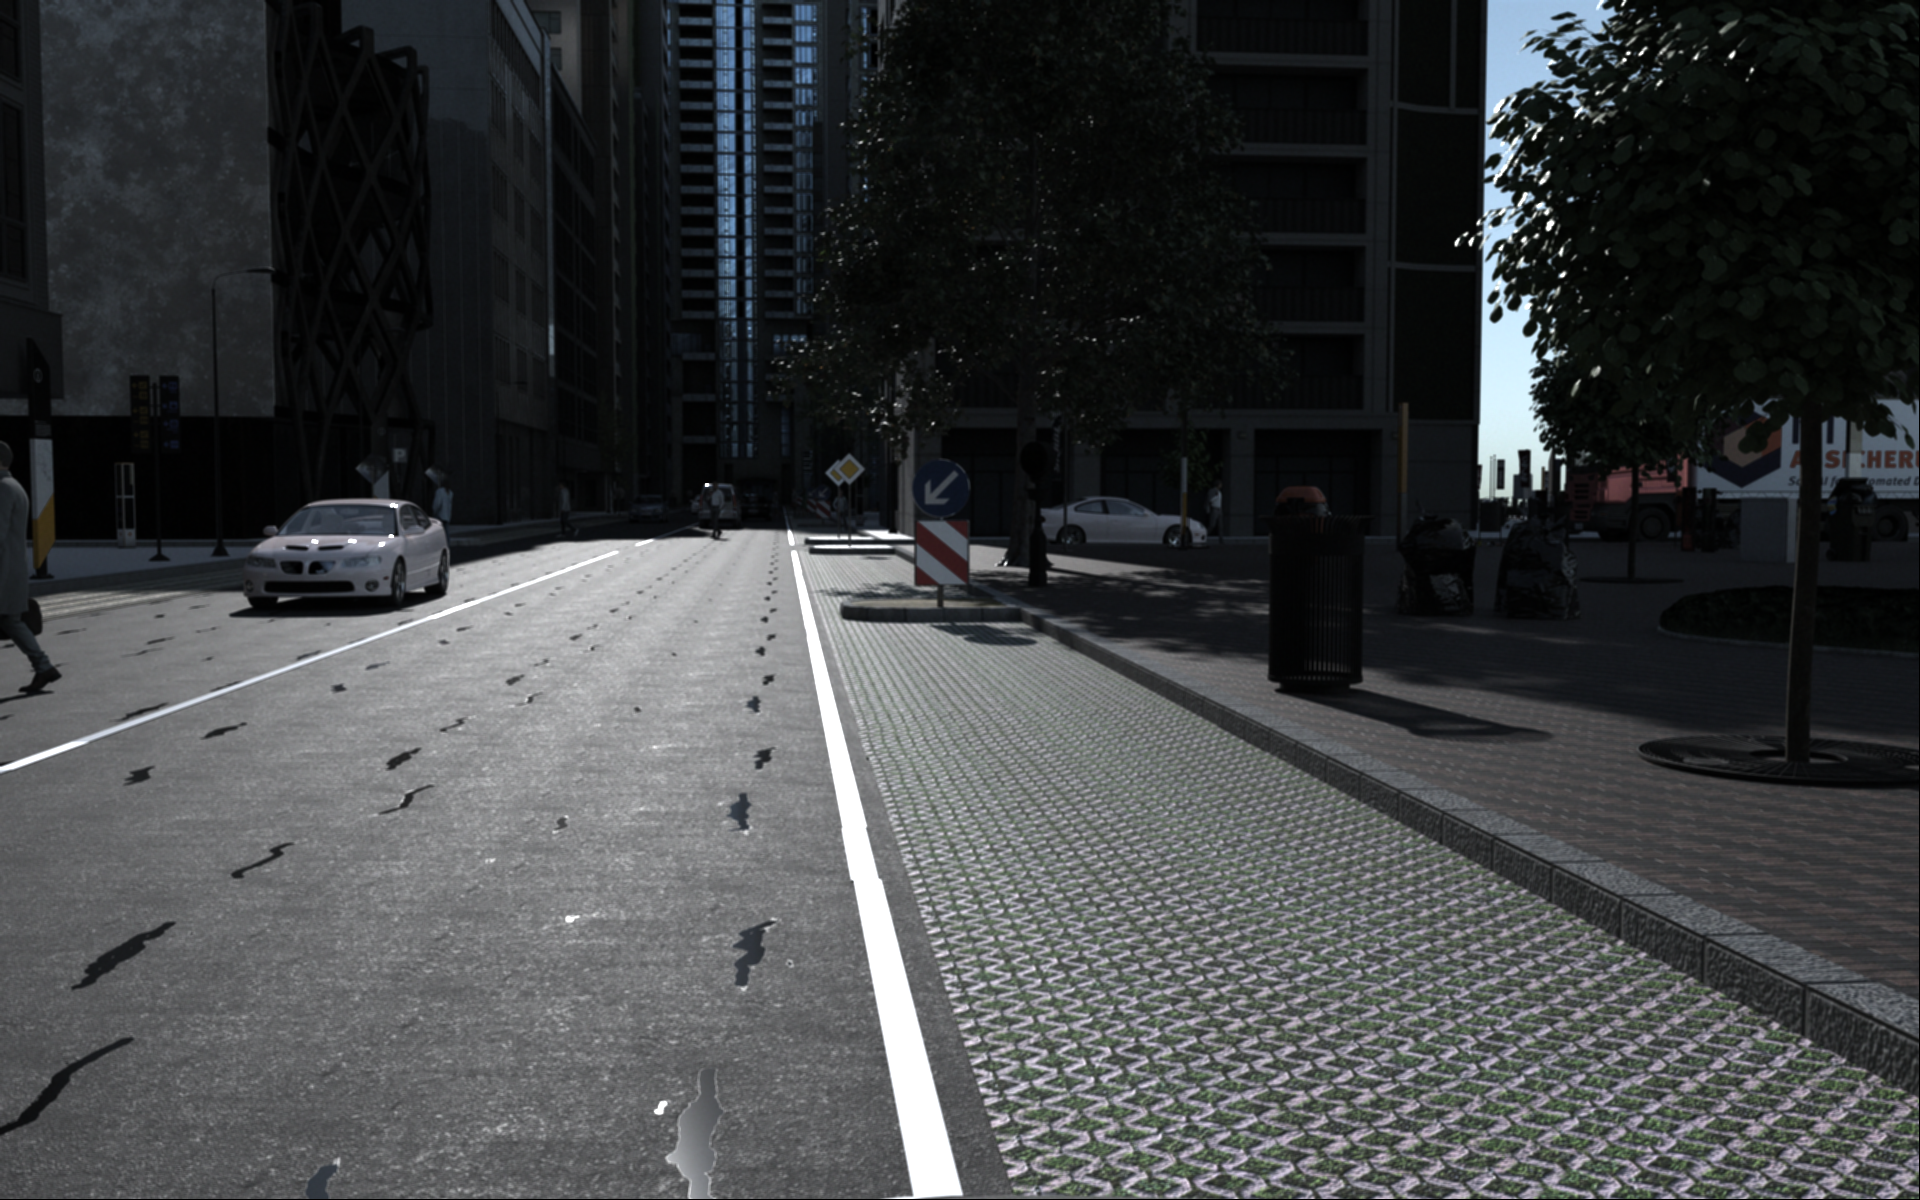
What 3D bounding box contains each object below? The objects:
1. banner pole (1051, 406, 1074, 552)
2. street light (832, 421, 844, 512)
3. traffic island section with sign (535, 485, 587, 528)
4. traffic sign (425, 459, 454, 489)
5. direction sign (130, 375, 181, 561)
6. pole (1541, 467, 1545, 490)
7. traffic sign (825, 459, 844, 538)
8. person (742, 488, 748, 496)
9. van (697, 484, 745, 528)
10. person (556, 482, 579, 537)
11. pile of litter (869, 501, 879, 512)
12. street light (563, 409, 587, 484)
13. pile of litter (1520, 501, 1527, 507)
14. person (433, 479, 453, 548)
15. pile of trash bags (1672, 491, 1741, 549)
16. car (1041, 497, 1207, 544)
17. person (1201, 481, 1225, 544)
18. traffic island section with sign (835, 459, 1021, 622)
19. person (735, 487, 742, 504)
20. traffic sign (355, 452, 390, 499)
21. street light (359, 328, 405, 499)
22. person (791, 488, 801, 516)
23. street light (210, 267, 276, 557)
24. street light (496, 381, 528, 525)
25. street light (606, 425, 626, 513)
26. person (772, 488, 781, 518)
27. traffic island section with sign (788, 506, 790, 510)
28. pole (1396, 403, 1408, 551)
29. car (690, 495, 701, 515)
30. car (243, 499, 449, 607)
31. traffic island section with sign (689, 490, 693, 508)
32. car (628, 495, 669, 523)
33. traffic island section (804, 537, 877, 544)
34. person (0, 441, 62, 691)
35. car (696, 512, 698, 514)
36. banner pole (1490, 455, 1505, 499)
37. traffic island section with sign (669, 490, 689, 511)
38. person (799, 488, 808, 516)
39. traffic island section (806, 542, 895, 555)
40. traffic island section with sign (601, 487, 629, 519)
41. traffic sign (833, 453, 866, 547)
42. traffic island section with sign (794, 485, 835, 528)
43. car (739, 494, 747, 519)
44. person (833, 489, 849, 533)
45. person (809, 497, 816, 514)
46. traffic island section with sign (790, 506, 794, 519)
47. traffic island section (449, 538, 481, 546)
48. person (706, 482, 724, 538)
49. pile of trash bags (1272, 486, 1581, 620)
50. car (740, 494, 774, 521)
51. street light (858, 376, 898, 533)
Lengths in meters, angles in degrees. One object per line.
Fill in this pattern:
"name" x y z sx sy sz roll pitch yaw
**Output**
"banner pole" 2.228 -2.963 38.467 0.401 3.779 0.863 -2 4 -27
"street light" -5.059 -6.524 79.215 1.470 5.913 1.316 0 4 -6
"traffic island section with sign" -16.949 -3.980 73.697 1.989 1.847 2.006 0 4 -6
"traffic sign" -14.696 -2.768 48.896 0.795 2.450 0.064 0 4 -6
"direction sign" -15.381 -2.518 33.173 0.876 3.537 0.379 -1 4 -9
"pole" 43.498 -8.281 129.240 0.158 3.312 0.155 0 3 0
"traffic sign" -3.509 -2.837 50.028 0.795 2.450 0.064 0 4 -6
"person" -13.151 -5.920 105.481 0.721 1.800 0.419 2 4 33
"van" -10.230 -4.091 73.893 2.013 2.044 4.112 0 4 -5
"person" -13.032 -3.004 57.468 0.795 1.843 0.661 0 4 -3
"pile of litter" -5.983 -6.721 123.850 1.176 0.858 1.719 1 4 14
"street light" -20.970 -7.442 94.213 1.470 5.913 1.316 0 4 -6
"pile of litter" 40.154 -6.755 124.408 1.176 0.858 1.719 2 4 29
"person" -12.108 -1.947 40.603 0.793 1.790 0.793 -1 4 -10
"pile of trash bags" 18.587 -1.993 42.330 1.912 1.369 3.447 -1 4 -13
"car" 4.075 -2.023 45.439 4.827 1.381 2.083 0 4 -6
"person" 6.973 -2.379 47.502 0.850 1.850 0.679 2 4 32
"traffic island section with sign" -0.397 -0.712 20.265 1.989 1.847 2.006 0 4 -6
"person" -11.457 -4.901 88.808 0.661 1.801 0.590 1 4 22
"traffic sign" -13.875 -2.282 40.953 0.795 2.450 0.064 0 4 -6
"street light" -16.221 -4.649 48.556 1.470 5.913 1.316 0 4 -6
"person" -10.844 -6.412 113.462 0.853 1.813 0.709 -3 5 -41
"street light" -14.723 -3.857 35.602 1.470 5.913 1.316 0 4 -6
"street light" -18.465 -6.042 71.331 1.470 5.913 1.316 0 4 -6
"street light" -23.213 -8.835 116.987 1.470 5.913 1.316 0 4 -6
"person" -10.840 -5.739 102.423 0.778 1.811 0.616 2 4 35
"traffic island section with sign" -14.002 -8.756 151.785 1.989 1.847 2.006 0 4 -6
"pole" 9.905 -2.749 38.783 0.158 3.312 0.155 0 3 0
"car" -17.923 -6.691 121.764 2.083 1.381 4.827 0 4 -8
"car" -8.204 -0.681 23.497 2.083 1.381 4.827 0 4 -5
"traffic island section with sign" -27.761 -10.372 178.211 1.989 1.847 2.006 0 4 -6
"car" -15.615 -4.588 87.010 2.014 1.417 4.499 0 4 -6
"traffic island section" -3.486 -1.702 50.108 2.009 0.180 2.903 0 4 -6
"person" -6.910 -0.233 12.416 0.767 1.812 0.694 -1 4 -18
"car" -18.701 -7.089 128.481 1.945 1.354 3.894 0 4 -5
"banner pole" 34.337 -7.373 110.565 0.863 3.779 0.401 1 4 13
"traffic island section with sign" -24.937 -8.705 150.960 1.989 1.847 2.006 0 4 -6
"person" -9.956 -6.253 110.986 0.529 1.795 0.600 -3 4 -36
"traffic island section" -2.665 -1.216 42.165 2.009 0.180 2.903 0 4 -6
"traffic island section with sign" -19.720 -5.620 100.510 1.989 1.847 2.006 0 4 -6
"traffic sign" -2.688 -2.351 42.085 0.795 2.450 0.064 0 4 -6
"traffic island section with sign" -6.018 -4.034 74.577 1.989 1.847 2.006 0 4 -6
"car" -13.062 -5.472 99.252 2.009 1.686 4.222 0 4 -7
"person" -4.382 -3.270 63.778 0.589 1.601 0.330 0 4 -7
"person" -10.741 -7.091 125.902 0.593 1.643 0.415 -1 4 -13
"traffic island section with sign" -8.790 -5.674 101.389 1.989 1.847 2.006 0 4 -6
"traffic island section" -14.719 -1.631 48.955 2.009 0.180 2.903 0 4 -6
"person" -8.003 -2.933 56.556 0.679 1.850 0.850 2 4 23
"pile of trash bags" 5.104 -0.569 19.056 3.447 1.369 1.912 2 4 28
"car" -10.929 -5.040 92.192 2.009 1.686 4.222 0 4 -4
"street light" -2.728 -5.132 56.450 1.470 5.913 1.316 0 4 -6
